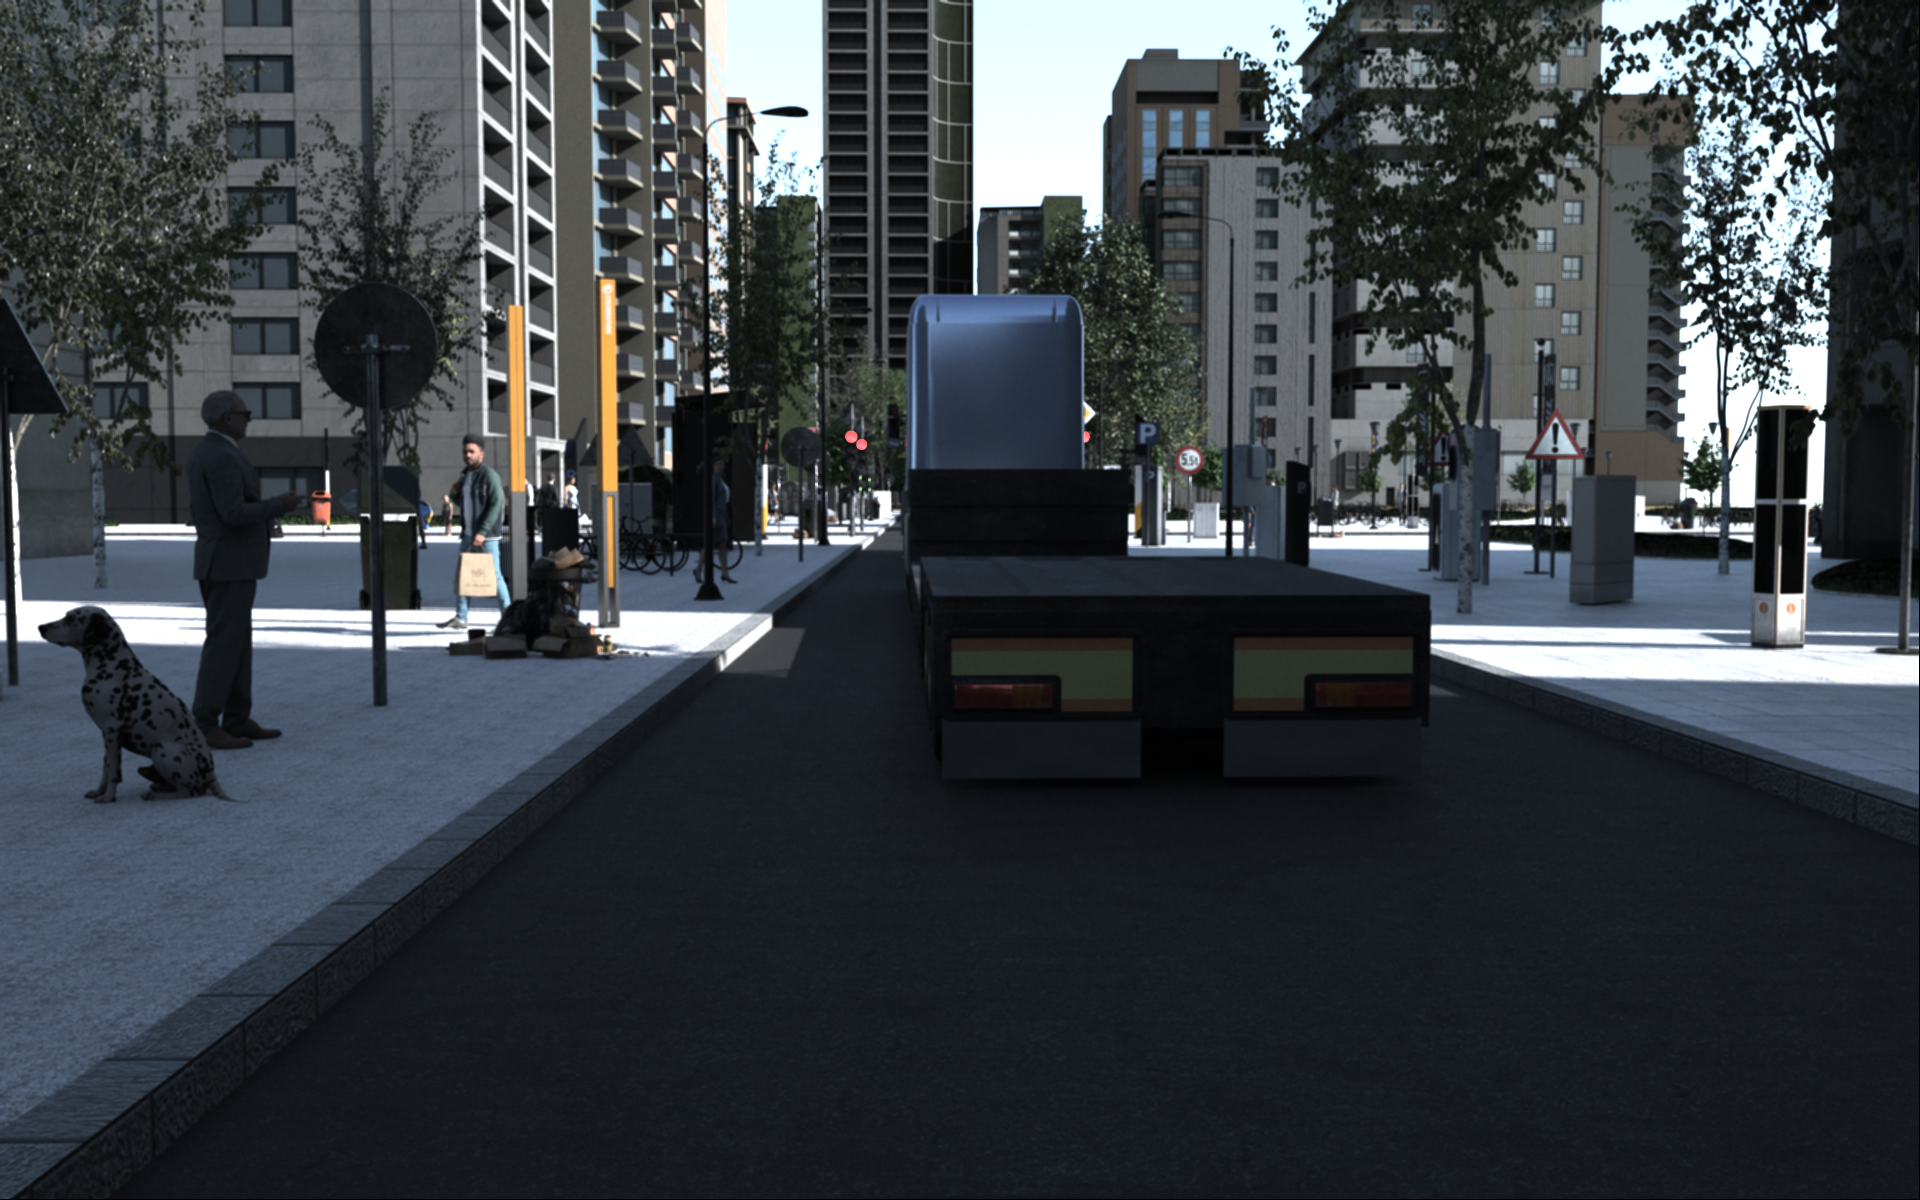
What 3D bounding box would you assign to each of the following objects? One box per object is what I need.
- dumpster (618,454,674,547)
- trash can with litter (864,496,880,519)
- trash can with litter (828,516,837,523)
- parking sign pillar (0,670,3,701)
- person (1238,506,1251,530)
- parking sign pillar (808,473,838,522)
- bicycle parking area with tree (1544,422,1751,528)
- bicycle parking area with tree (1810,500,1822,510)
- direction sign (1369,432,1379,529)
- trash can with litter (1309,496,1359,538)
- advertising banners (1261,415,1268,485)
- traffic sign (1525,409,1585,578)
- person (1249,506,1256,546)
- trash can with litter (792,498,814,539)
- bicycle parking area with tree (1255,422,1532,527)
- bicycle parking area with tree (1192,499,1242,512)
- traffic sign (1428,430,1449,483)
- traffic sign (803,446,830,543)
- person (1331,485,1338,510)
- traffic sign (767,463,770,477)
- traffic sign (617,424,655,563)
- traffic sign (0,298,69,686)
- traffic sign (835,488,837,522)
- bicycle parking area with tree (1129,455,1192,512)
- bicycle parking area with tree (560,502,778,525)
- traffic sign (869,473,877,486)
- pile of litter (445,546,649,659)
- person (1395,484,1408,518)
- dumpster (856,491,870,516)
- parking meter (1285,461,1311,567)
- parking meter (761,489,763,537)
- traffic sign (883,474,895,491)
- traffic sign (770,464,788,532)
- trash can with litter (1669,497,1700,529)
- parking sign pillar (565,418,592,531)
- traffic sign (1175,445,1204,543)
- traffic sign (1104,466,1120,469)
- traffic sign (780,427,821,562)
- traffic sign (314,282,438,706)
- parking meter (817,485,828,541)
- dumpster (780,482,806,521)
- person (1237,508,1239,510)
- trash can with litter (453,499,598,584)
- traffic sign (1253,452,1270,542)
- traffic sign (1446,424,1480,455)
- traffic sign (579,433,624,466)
[{"bbox_3d":[-7.603,-2.428,42.187,1.502,2.255,1.985,0,4,-1],"label":"dumpster"},{"bbox_3d":[-4.586,-4.714,88.459,1.055,1.170,0.624,0,4,7],"label":"trash can with litter"},{"bbox_3d":[-6.008,-4.029,77.268,1.055,1.170,0.624,-1,4,-13],"label":"trash can with litter"},{"bbox_3d":[-6.612,-1.338,10.351,1.447,3.967,1.447,-3,4,-38],"label":"parking sign pillar"},{"bbox_3d":[7.842,-2.477,46.900,0.716,1.782,0.532,-3,5,-42],"label":"person"},{"bbox_3d":[-6.384,-5.618,80.328,1.447,3.967,1.447,-1,4,-19],"label":"parking sign pillar"},{"bbox_3d":[27.346,-5.042,69.443,8.231,4.147,9.016,2,4,27],"label":"bicycle parking area with tree"},{"bbox_3d":[47.863,-6.198,88.344,9.016,4.147,8.231,3,4,36],"label":"bicycle parking area with tree"},{"bbox_3d":[15.115,-4.352,63.156,0.379,3.537,0.876,2,4,26],"label":"direction sign"},{"bbox_3d":[10.553,-2.466,51.380,2.233,1.210,1.678,3,5,43],"label":"trash can with litter"},{"bbox_3d":[6.834,-2.557,37.991,0.090,3.025,2.074,0,4,-1],"label":"advertising banners"},{"bbox_3d":[9.068,-1.617,26.449,0.884,2.594,0.081,1,4,8],"label":"traffic sign"},{"bbox_3d":[7.338,-2.240,42.846,0.721,1.800,0.419,-2,4,-35],"label":"person"},{"bbox_3d":[-4.384,-2.344,49.710,0.624,1.170,1.055,1,4,19],"label":"trash can with litter"},{"bbox_3d":[17.830,-5.152,71.229,9.016,4.147,8.231,3,5,41],"label":"bicycle parking area with tree"},{"bbox_3d":[17.572,-6.315,90.255,8.231,4.147,9.016,-1,4,-10],"label":"bicycle parking area with tree"},{"bbox_3d":[9.163,-2.012,32.896,0.884,2.594,0.081,0,4,4],"label":"traffic sign"},{"bbox_3d":[-3.763,-2.754,45.130,0.768,2.556,0.104,0,4,1],"label":"traffic sign"},{"bbox_3d":[18.180,-4.718,83.928,0.760,1.731,0.466,-3,5,-43],"label":"person"},{"bbox_3d":[-7.395,-3.910,64.033,0.768,2.556,0.104,0,4,6],"label":"traffic sign"},{"bbox_3d":[-6.062,-1.954,31.951,0.884,2.594,0.081,0,4,8],"label":"traffic sign"},{"bbox_3d":[-6.355,-0.706,11.551,0.884,2.594,0.081,0,4,8],"label":"traffic sign"},{"bbox_3d":[-5.648,-4.803,78.631,0.768,2.556,0.104,0,4,4],"label":"traffic sign"},{"bbox_3d":[13.634,-8.230,121.561,9.016,4.147,8.231,0,4,-7],"label":"bicycle parking area with tree"},{"bbox_3d":[-12.442,-5.135,70.959,8.231,4.147,9.016,3,5,40],"label":"bicycle parking area with tree"},{"bbox_3d":[-4.410,-5.113,85.722,0.606,2.300,0.079,0,4,3],"label":"traffic sign"},{"bbox_3d":[-3.330,0.007,13.850,1.719,0.858,1.176,2,4,35],"label":"pile of litter"},{"bbox_3d":[22.502,-5.008,88.050,0.709,1.813,0.853,1,4,14],"label":"person"},{"bbox_3d":[-5.781,-5.713,99.162,1.264,1.857,1.865,0,4,-1],"label":"dumpster"},{"bbox_3d":[5.980,-1.524,30.631,0.399,1.863,0.255,-1,4,-22],"label":"parking meter"},{"bbox_3d":[-5.902,-2.754,50.738,0.255,1.863,0.399,3,5,44],"label":"parking meter"},{"bbox_3d":[-4.440,-6.595,107.939,0.768,2.556,0.104,1,4,9],"label":"traffic sign"},{"bbox_3d":[-6.148,-3.464,58.763,0.606,2.300,0.079,0,4,2],"label":"traffic sign"},{"bbox_3d":[26.321,-3.153,62.935,1.055,1.170,0.624,-2,4,-30],"label":"trash can with litter"},{"bbox_3d":[-13.425,-4.414,60.644,1.447,3.967,1.447,0,4,4],"label":"parking sign pillar"},{"bbox_3d":[5.985,-2.758,45.203,0.768,2.556,0.104,0,4,6],"label":"traffic sign"},{"bbox_3d":[5.455,-3.683,62.349,0.606,2.300,0.079,0,4,6],"label":"traffic sign"},{"bbox_3d":[-3.026,-2.003,32.861,0.768,2.556,0.104,0,4,3],"label":"traffic sign"},{"bbox_3d":[-3.520,-0.632,10.440,0.768,2.556,0.104,0,4,5],"label":"traffic sign"},{"bbox_3d":[-3.828,-2.401,47.665,0.372,1.533,0.369,0,3,0],"label":"parking meter"},{"bbox_3d":[-8.173,-4.786,84.017,1.264,1.857,1.865,0,4,-1],"label":"dumpster"},{"bbox_3d":[19.149,-6.892,118.087,0.648,1.900,0.474,3,5,43],"label":"person"},{"bbox_3d":[-6.175,-0.859,25.095,2.233,1.210,1.678,0,4,-7],"label":"trash can with litter"},{"bbox_3d":[7.899,-2.826,46.305,0.768,2.556,0.104,0,4,3],"label":"traffic sign"},{"bbox_3d":[9.226,-1.926,31.589,0.768,2.556,0.104,0,4,2],"label":"traffic sign"},{"bbox_3d":[-6.857,-2.026,33.129,0.884,2.594,0.081,0,4,5],"label":"traffic sign"}]
